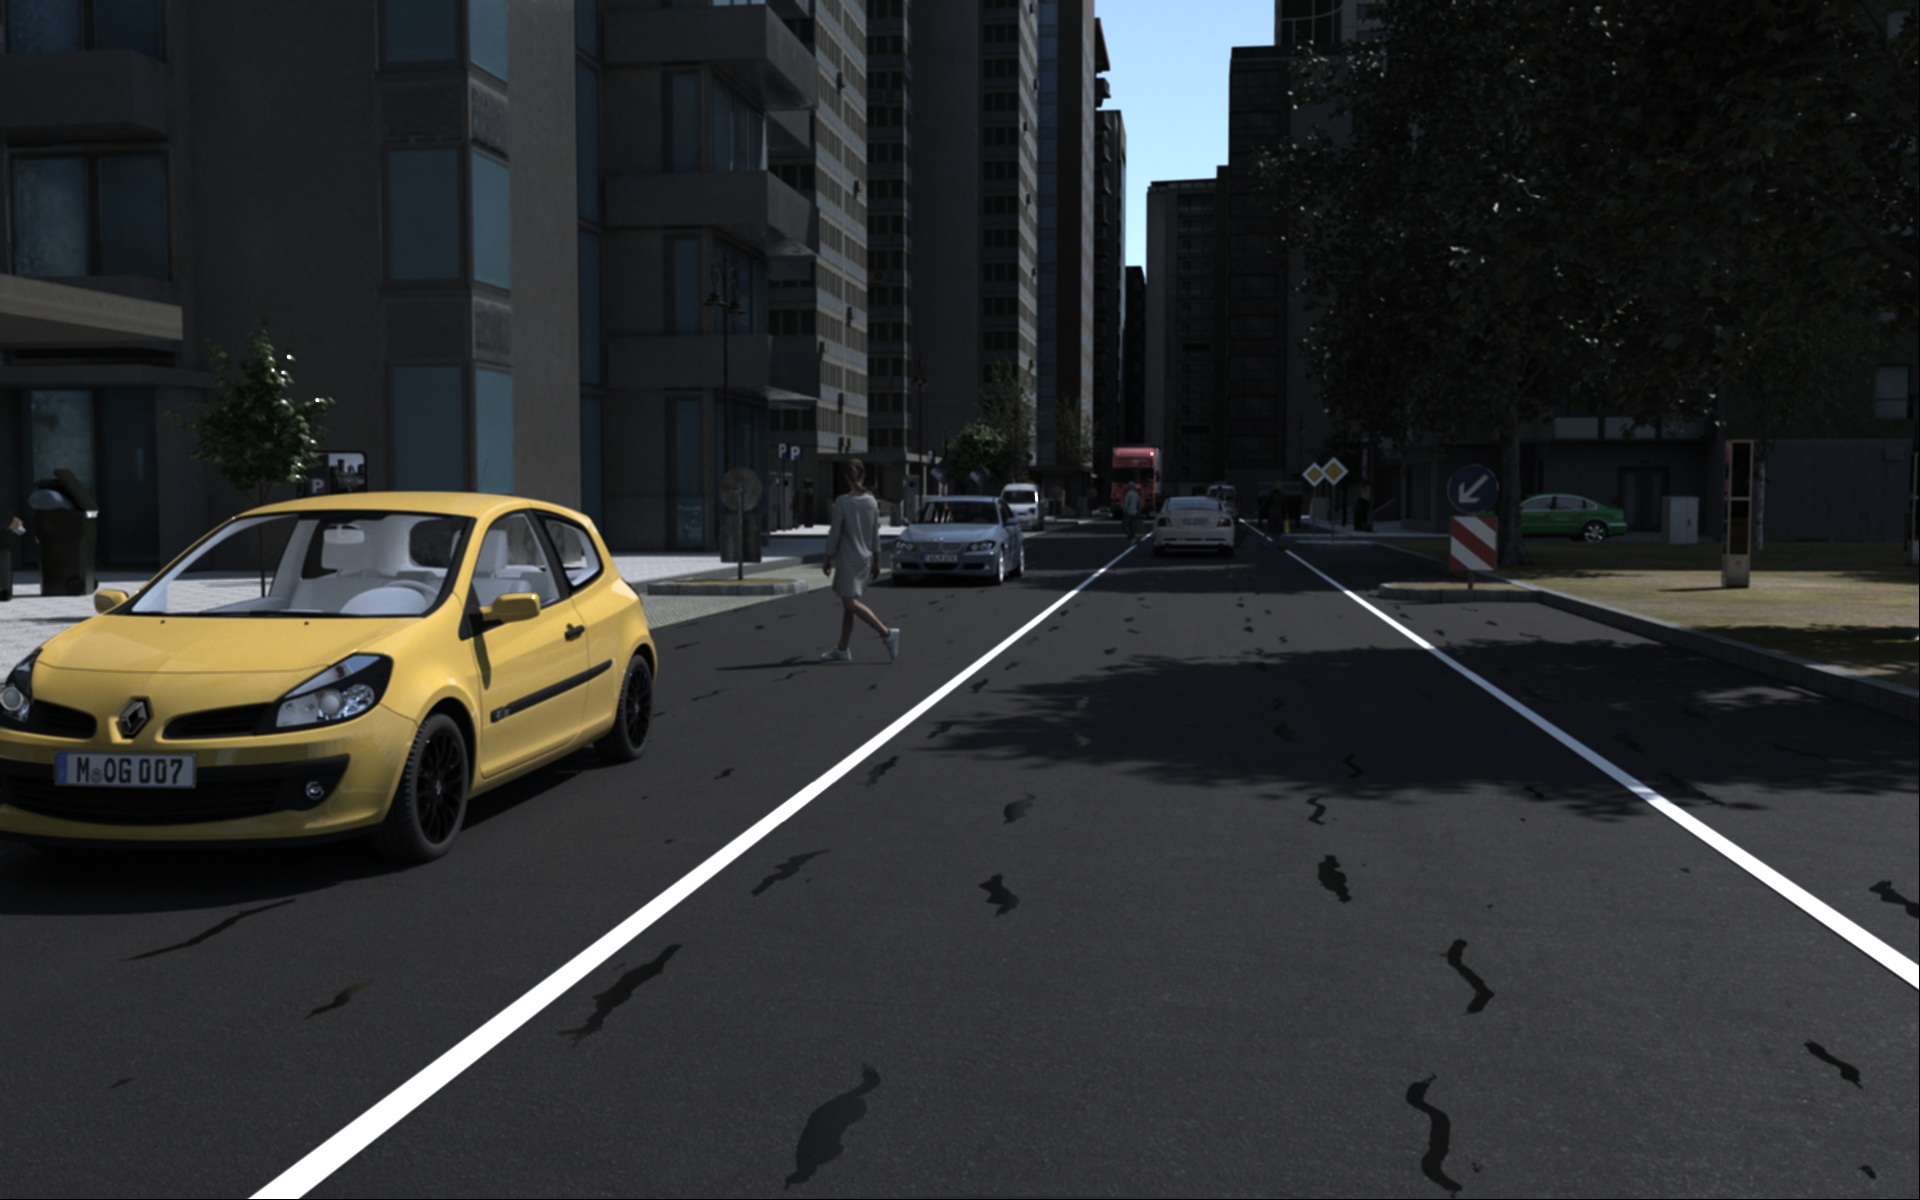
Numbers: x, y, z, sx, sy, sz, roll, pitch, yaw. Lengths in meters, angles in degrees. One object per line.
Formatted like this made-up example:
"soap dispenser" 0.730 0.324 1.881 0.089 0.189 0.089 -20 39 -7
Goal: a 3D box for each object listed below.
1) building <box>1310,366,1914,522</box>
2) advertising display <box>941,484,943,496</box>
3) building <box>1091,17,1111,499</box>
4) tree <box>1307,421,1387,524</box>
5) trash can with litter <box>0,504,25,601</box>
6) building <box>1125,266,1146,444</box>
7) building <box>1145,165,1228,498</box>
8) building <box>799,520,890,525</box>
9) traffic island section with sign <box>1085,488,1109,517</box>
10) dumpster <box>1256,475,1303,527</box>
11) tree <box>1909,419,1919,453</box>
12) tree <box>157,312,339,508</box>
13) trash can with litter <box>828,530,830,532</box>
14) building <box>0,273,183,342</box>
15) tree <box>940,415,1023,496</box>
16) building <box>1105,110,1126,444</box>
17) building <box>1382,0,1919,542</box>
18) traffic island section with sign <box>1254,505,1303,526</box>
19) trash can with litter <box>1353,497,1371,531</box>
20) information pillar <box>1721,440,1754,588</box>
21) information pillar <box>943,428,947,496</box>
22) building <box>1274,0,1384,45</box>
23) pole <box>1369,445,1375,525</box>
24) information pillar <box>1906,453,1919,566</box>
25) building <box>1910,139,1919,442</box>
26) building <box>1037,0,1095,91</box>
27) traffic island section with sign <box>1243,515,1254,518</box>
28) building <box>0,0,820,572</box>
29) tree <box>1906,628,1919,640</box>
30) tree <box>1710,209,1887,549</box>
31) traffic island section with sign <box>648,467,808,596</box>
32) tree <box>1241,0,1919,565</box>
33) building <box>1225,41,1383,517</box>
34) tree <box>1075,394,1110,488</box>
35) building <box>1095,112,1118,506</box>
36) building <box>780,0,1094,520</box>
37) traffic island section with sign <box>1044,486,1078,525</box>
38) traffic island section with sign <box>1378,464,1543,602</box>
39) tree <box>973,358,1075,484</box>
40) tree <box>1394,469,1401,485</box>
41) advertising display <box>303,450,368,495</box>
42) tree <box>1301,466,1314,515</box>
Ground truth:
"building" 34.388 -24.092 85.788 32.217 40.220 23.993 0 4 8
"advertising display" -1.162 -5.652 97.624 0.974 1.923 0.123 3 5 43
"building" 2.346 -30.877 159.455 22.147 44.769 28.867 0 4 8
"tree" 16.842 -5.602 75.311 4.285 4.588 4.351 0 3 0
"trash can with litter" -11.489 -0.560 20.546 0.624 1.170 1.055 -1 4 -22
"building" 16.474 -27.455 220.596 14.107 30.474 14.160 0 4 8
"building" 30.430 -32.703 218.290 14.086 41.232 14.154 0 4 8
"building" -17.444 -23.676 78.979 32.217 40.220 23.993 0 4 8
"traffic island section with sign" 8.272 -6.057 107.654 1.989 1.847 2.006 0 4 8
"dumpster" 13.773 -4.267 74.720 1.985 2.255 1.502 0 4 8
"tree" 34.961 -5.011 65.642 4.285 4.588 4.351 0 3 0
"tree" -7.404 -1.461 18.486 1.663 3.219 1.824 0 3 0
"trash can with litter" -3.645 -2.908 58.607 1.678 1.210 2.233 -1 4 -12
"building" -22.748 -25.361 3.884 28.713 52.752 27.495 0 4 8
"tree" 0.988 -5.718 77.207 4.285 4.588 4.351 0 3 0
"building" 11.577 -33.579 199.124 14.200 45.320 14.600 0 4 8
"building" 21.646 -22.820 56.703 14.086 41.232 14.154 0 4 8
"traffic island section with sign" 14.582 -4.308 79.062 1.989 1.847 2.006 0 4 8
"trash can with litter" 14.003 -2.968 59.906 0.624 1.170 1.055 -1 4 -10
"information pillar" 10.638 -1.175 23.706 0.304 2.012 0.304 1 4 12
"information pillar" -0.536 -4.288 61.461 0.183 3.616 0.504 -1 4 -10
"building" 42.913 -46.017 190.623 20.563 71.187 20.611 0 4 8
"pole" 17.148 -4.786 72.089 0.158 3.312 0.155 0 3 0
"information pillar" 17.042 -1.606 30.749 0.304 2.012 0.304 1 4 14
"building" 51.477 -28.902 61.781 27.495 52.752 28.713 0 4 8
"building" 3.267 -29.816 137.607 14.600 45.320 14.200 0 4 8
"traffic island section with sign" 18.395 -5.967 106.187 1.989 1.847 2.006 0 4 8
"building" -19.143 -25.610 38.333 30.456 49.044 23.786 0 4 8
"tree" 9.033 -5.983 14.825 9.611 12.733 9.660 0 3 0
"tree" 18.833 -5.486 40.056 4.737 8.622 4.395 0 3 0
"traffic island section with sign" -3.283 -1.011 25.162 1.989 1.847 2.006 0 4 8
"tree" 10.034 -7.005 31.542 9.611 12.733 9.660 0 3 0
"building" 24.785 -20.987 114.833 14.160 30.474 14.107 0 4 8
"tree" 8.481 -10.723 125.675 4.737 8.622 4.395 0 3 0
"building" 9.018 -30.436 181.225 14.154 41.232 14.086 0 4 8
"building" -7.939 -25.567 109.896 32.217 40.220 23.993 0 4 8
"traffic island section with sign" 4.493 -4.405 80.657 1.989 1.847 2.006 0 4 8
"traffic island section with sign" 6.863 -0.938 23.966 1.989 1.847 2.006 0 4 8
"tree" 2.769 -8.696 92.549 4.737 8.622 4.395 0 3 0
"tree" 18.090 -4.494 68.083 1.663 3.219 1.824 0 3 0
"advertising display" -9.284 -1.251 25.671 0.974 1.923 0.123 -1 4 -16
"tree" 21.154 -6.705 104.221 1.663 3.219 1.824 0 3 0
